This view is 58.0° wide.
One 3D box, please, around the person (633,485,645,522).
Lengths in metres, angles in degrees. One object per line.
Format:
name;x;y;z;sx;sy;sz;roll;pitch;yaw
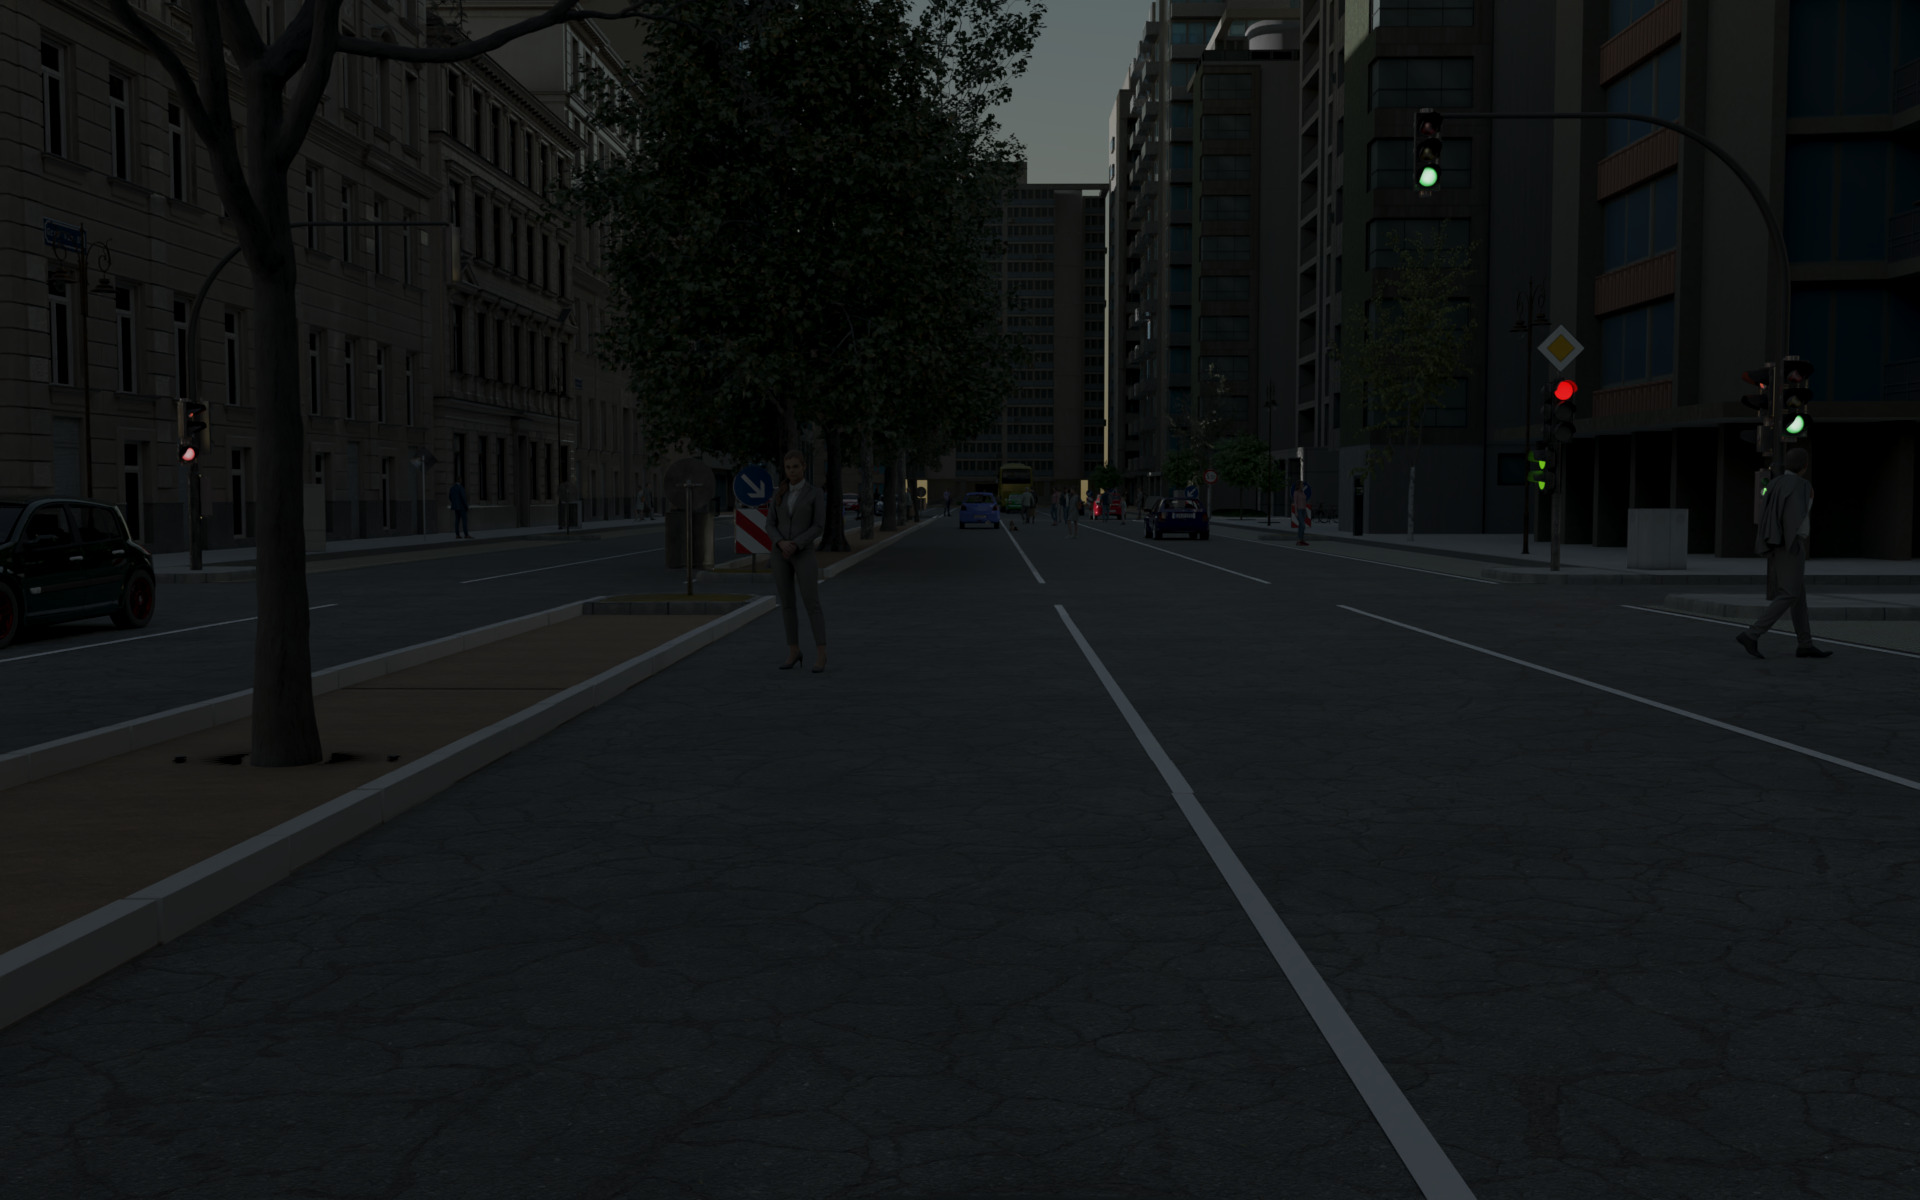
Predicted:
person;-14.912;-4.500;80.616;0.522;1.701;0.512;1;4;15

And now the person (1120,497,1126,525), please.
person;7.556;-4.130;80.298;0.394;1.301;0.425;-2;4;-30

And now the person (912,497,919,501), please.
person;-3.507;-7.828;139.750;1.065;1.426;0.557;0;4;6

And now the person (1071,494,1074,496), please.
person;11.715;-10.444;180.087;1.217;1.723;0.721;3;5;41

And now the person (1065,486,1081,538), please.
person;3.706;-2.862;56.302;0.522;1.701;0.512;1;4;12

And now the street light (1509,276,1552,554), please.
street light;12.108;-3.921;36.897;0.468;5.910;1.993;0;4;1

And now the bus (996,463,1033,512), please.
bus;4.379;-8.992;138.561;2.896;3.916;12.252;0;4;1

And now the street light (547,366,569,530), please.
street light;-14.464;-5.488;62.510;0.468;5.910;1.993;0;4;1

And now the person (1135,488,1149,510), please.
person;14.506;-8.031;138.070;1.217;1.735;0.721;2;4;24

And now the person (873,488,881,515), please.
person;-5.683;-6.698;118.034;1.348;1.821;0.705;1;4;12

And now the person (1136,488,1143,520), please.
person;10.036;-5.433;97.607;0.573;1.790;0.520;-2;4;-27

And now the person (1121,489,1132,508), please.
person;14.782;-9.020;154.239;1.217;1.735;0.721;3;4;39

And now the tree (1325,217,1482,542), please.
tree;12.142;-5.897;46.775;4.737;8.622;4.395;0;3;0

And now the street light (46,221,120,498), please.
street light;-14.933;-3.476;29.627;0.468;5.910;1.993;0;4;1

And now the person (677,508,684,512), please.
person;-14.044;-4.669;87.059;0.373;1.253;0.362;-1;4;-13

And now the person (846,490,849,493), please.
person;-9.611;-8.421;146.706;0.721;1.766;1.217;3;5;43

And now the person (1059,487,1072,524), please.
person;5.001;-4.451;81.618;0.623;1.781;0.721;-3;4;-39

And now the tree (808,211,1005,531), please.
tree;-2.757;-9.613;66.279;9.857;13.997;8.962;0;3;0

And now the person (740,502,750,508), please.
person;-10.667;-4.766;86.206;0.659;1.850;0.755;-1;4;-20

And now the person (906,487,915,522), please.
person;-2.628;-4.784;87.207;0.515;1.767;0.782;-3;4;-36

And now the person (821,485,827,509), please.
person;-5.704;-3.840;71.542;0.793;1.790;0.793;2;4;30

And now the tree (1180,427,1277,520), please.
tree;13.946;-6.214;85.319;4.285;4.588;4.351;0;3;0

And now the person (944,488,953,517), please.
person;-0.700;-6.201;109.748;0.599;1.838;0.709;3;5;40

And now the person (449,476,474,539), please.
person;-14.356;-2.662;49.742;0.721;1.800;0.419;2;4;24

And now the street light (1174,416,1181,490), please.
street light;12.944;-7.948;102.742;0.468;5.910;1.993;0;4;1

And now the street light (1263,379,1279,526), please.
street light;12.487;-5.932;69.781;0.468;5.910;1.993;0;4;1

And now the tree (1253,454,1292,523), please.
tree;13.559;-5.008;76.486;1.663;3.219;1.824;0;3;0

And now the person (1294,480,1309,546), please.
person;9.375;-2.396;47.682;0.388;1.821;0.555;2;4;34

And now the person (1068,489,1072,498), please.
person;7.184;-6.321;112.530;0.721;1.739;1.217;2;4;26

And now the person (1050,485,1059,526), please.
person;4.295;-4.286;78.581;0.388;1.821;0.555;-2;4;-34

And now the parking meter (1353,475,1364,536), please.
parking meter;12.230;-2.903;53.172;0.255;1.863;0.399;0;4;3

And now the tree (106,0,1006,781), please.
tree;-3.545;-5.860;8.634;12.009;13.543;11.850;0;3;0

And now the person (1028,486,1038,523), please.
person;3.500;-4.699;85.103;0.659;1.850;0.755;0;4;-8

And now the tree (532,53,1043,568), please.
tree;-3.210;-6.896;32.219;9.611;12.733;9.660;0;3;0

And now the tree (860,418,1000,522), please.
tree;-2.161;-9.236;87.876;8.767;10.594;7.601;0;4;1

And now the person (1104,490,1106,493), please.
person;11.371;-7.681;134.755;0.551;1.740;0.621;2;4;32

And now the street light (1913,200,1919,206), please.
street light;11.811;-2.912;20.404;0.468;5.910;1.993;0;4;1

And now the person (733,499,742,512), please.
person;-10.549;-4.202;82.221;0.505;1.210;0.382;0;4;0

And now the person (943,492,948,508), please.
person;-1.361;-10.115;174.684;0.742;1.727;0.445;1;4;17

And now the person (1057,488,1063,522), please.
person;5.046;-4.829;87.998;0.519;1.759;0.362;-1;4;-20

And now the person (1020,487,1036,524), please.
person;3.267;-4.507;82.668;0.782;1.767;0.515;-1;4;-23

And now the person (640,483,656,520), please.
person;-15.213;-4.792;84.489;0.767;1.812;0.694;1;4;9

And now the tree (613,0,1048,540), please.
tree;-4.109;-11.998;54.515;12.611;20.169;13.585;0;3;0

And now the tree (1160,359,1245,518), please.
tree;13.300;-8.777;93.860;4.360;8.622;3.978;0;3;0

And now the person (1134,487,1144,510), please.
person;14.606;-8.257;141.026;0.705;1.826;1.348;-2;4;-29

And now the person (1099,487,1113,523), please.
person;7.338;-4.765;86.748;0.623;1.781;0.721;-1;4;-14

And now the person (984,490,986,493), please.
person;1.735;-7.047;124.240;1.217;1.766;0.721;1;4;21
